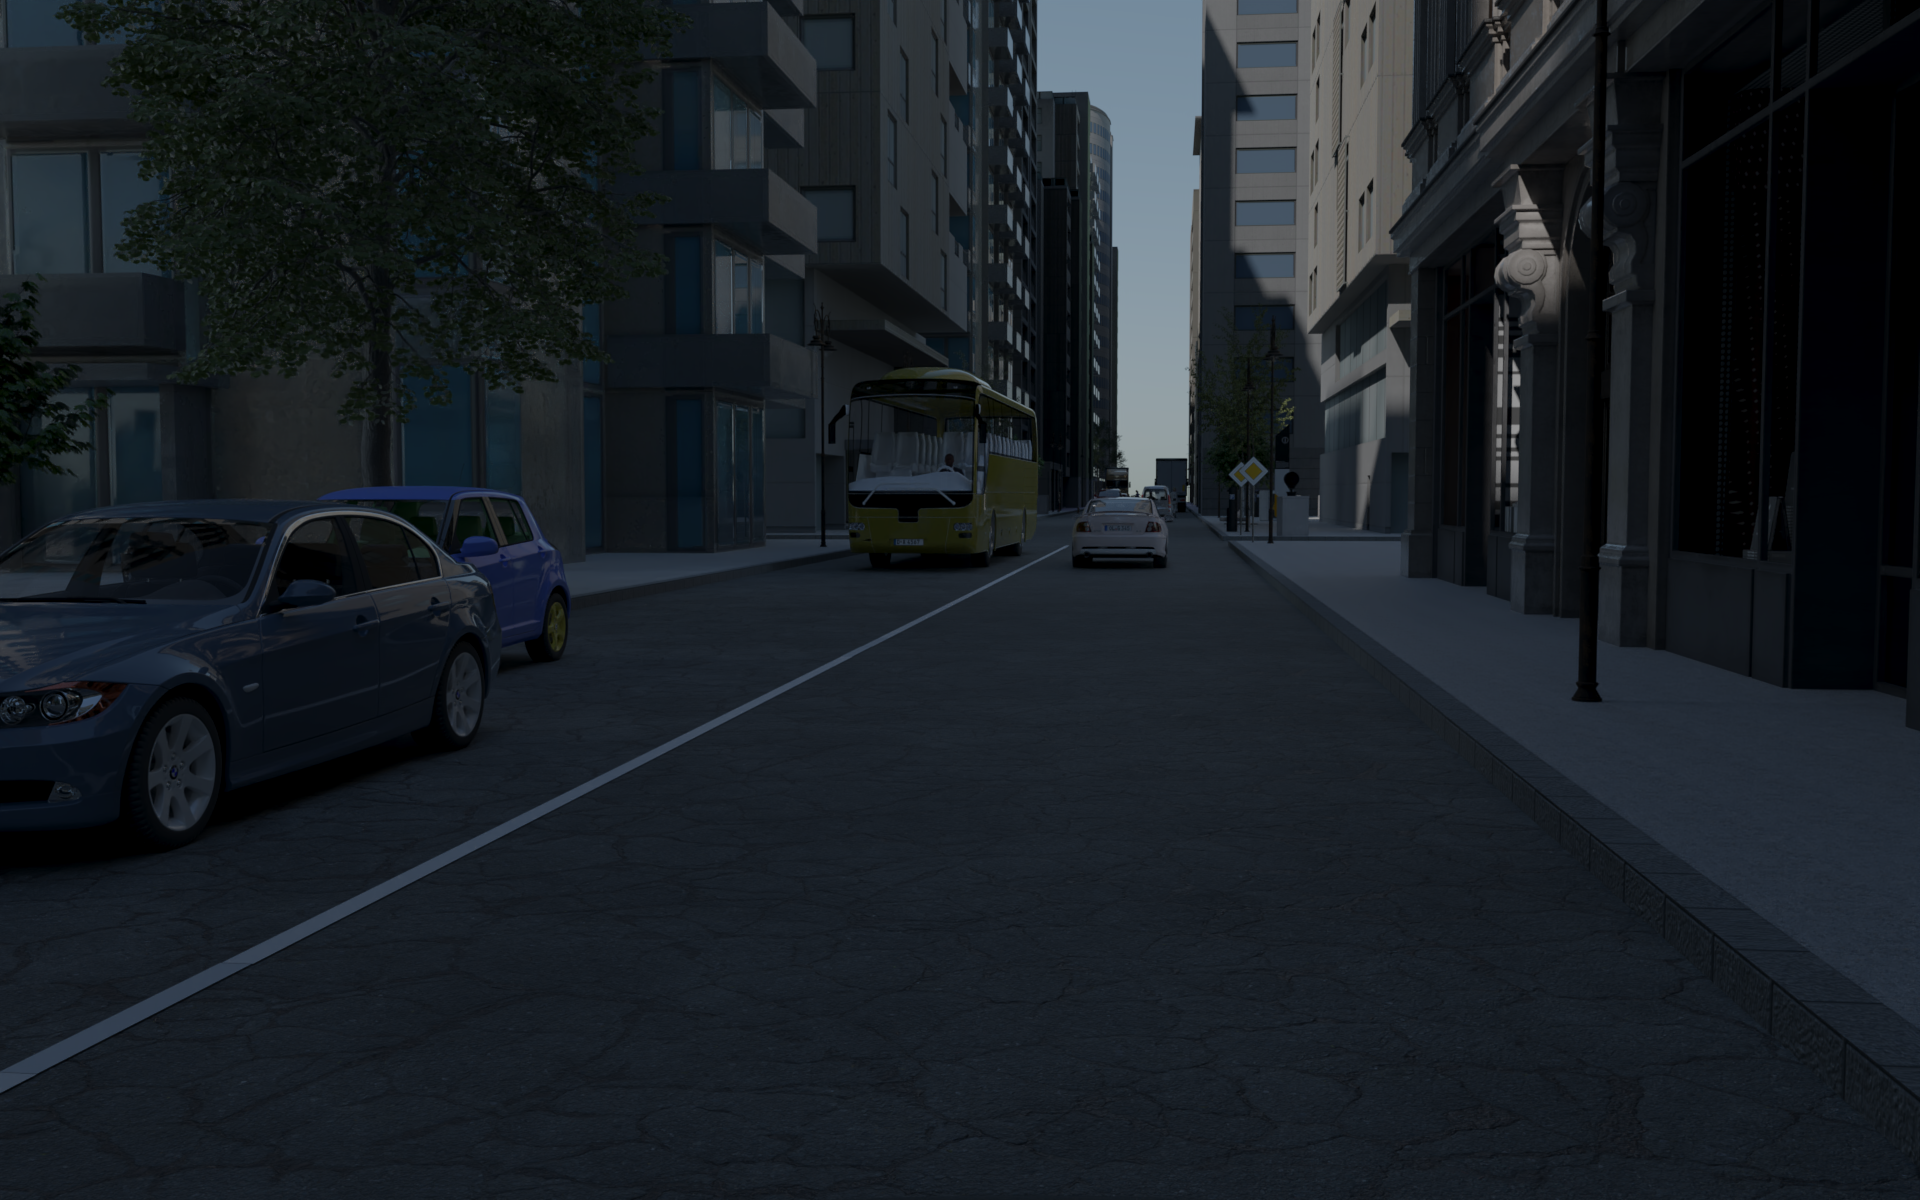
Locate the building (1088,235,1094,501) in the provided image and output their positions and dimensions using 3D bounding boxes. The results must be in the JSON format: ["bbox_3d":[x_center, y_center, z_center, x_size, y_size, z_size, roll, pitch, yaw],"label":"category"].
[{"bbox_3d":[7.056,-25.345,186.095,14.160,30.474,14.107,0,4,7],"label":"building"}]

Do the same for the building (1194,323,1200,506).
[{"bbox_3d":[39.626,-20.992,188.253,27.650,21.520,28.899,0,4,7],"label":"building"}]

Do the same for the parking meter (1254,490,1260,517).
[{"bbox_3d":[16.416,-5.345,95.795,0.372,1.533,0.369,0,3,0],"label":"parking meter"}]

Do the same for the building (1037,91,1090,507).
[{"bbox_3d":[5.505,-29.859,171.781,14.154,41.232,14.086,0,4,7],"label":"building"}]

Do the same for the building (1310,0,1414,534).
[{"bbox_3d":[27.240,-29.033,63.929,27.495,52.752,28.713,0,4,7],"label":"building"}]

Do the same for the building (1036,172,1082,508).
[{"bbox_3d":[3.733,-23.636,158.150,14.160,30.474,14.107,0,4,7],"label":"building"}]

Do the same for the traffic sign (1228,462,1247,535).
[{"bbox_3d":[8.756,-3.078,53.968,0.795,2.450,0.064,0,4,7],"label":"traffic sign"}]

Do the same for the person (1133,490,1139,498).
[{"bbox_3d":[17.625,-10.109,173.644,0.599,1.838,0.709,0,4,-5],"label":"person"}]

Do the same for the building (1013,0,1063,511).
[{"bbox_3d":[-2.084,-42.918,139.958,20.563,71.187,20.611,0,4,7],"label":"building"}]

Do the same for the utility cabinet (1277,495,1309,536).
[{"bbox_3d":[10.215,-2.570,53.186,1.020,1.237,0.306,-2,4,-26],"label":"utility cabinet"}]

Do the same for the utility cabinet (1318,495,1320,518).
[{"bbox_3d":[19.731,-4.997,92.869,1.020,1.237,0.306,0,4,3],"label":"utility cabinet"}]

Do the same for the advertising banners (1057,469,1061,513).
[{"bbox_3d":[6.927,-7.630,120.940,0.090,3.025,2.074,1,4,9],"label":"advertising banners"}]

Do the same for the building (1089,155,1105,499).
[{"bbox_3d":[6.962,-37.250,228.644,23.786,49.044,30.456,0,4,7],"label":"building"}]

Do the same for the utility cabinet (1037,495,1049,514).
[{"bbox_3d":[5.113,-6.043,109.965,1.020,1.237,0.306,2,4,25],"label":"utility cabinet"}]

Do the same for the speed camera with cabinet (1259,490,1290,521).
[{"bbox_3d":[15.182,-5.424,83.024,2.038,3.252,0.660,-3,5,-44],"label":"speed camera with cabinet"}]

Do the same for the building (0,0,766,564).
[{"bbox_3d":[-19.138,-25.582,37.880,30.456,49.044,23.786,0,4,7],"label":"building"}]

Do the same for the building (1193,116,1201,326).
[{"bbox_3d":[45.904,-39.437,234.037,28.713,52.752,27.495,0,4,7],"label":"building"}]

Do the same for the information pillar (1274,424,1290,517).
[{"bbox_3d":[10.709,-4.046,57.506,0.504,3.616,0.183,1,4,9],"label":"information pillar"}]

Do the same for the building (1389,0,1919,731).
[{"bbox_3d":[11.191,-10.639,24.858,10.553,20.767,40.483,0,4,7],"label":"building"}]

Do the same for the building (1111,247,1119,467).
[{"bbox_3d":[18.184,-36.421,279.074,14.154,41.232,14.086,0,4,7],"label":"building"}]

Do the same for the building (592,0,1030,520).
[{"bbox_3d":[-7.214,-30.152,112.594,23.786,49.044,30.456,0,4,7],"label":"building"}]

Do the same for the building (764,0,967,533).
[{"bbox_3d":[-14.274,-29.327,68.741,28.713,52.752,27.495,0,4,7],"label":"building"}]

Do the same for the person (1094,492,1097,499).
[{"bbox_3d":[16.442,-12.239,209.282,0.551,1.740,0.621,-1,4,-21],"label":"person"}]

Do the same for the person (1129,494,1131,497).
[{"bbox_3d":[25.975,-15.526,265.573,0.991,1.433,0.599,-2,4,-28],"label":"person"}]

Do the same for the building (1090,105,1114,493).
[{"bbox_3d":[11.667,-43.794,258.029,21.231,58.520,28.212,0,4,7],"label":"building"}]

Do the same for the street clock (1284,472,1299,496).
[{"bbox_3d":[10.744,-3.156,56.165,0.471,2.002,0.358,0,4,0],"label":"street clock"}]

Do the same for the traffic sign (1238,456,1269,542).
[{"bbox_3d":[7.794,-2.593,46.041,0.795,2.450,0.064,0,4,7],"label":"traffic sign"}]

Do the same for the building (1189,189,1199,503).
[{"bbox_3d":[45.368,-38.865,259.136,21.300,48.544,21.600,0,4,7],"label":"building"}]

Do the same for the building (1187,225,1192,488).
[{"bbox_3d":[43.870,-38.430,278.435,14.600,45.320,14.200,0,4,7],"label":"building"}]

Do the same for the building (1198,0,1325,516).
[{"bbox_3d":[26.278,-34.885,112.369,21.231,58.520,28.212,0,4,7],"label":"building"}]

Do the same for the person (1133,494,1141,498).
[{"bbox_3d":[22.196,-12.701,216.175,1.348,1.822,0.705,1,4,21],"label":"person"}]

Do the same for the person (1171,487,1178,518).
[{"bbox_3d":[12.881,-5.865,104.277,0.514,1.842,0.818,2,4,32],"label":"person"}]

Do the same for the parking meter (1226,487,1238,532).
[{"bbox_3d":[9.266,-3.093,58.979,0.372,1.533,0.369,0,3,0],"label":"parking meter"}]
